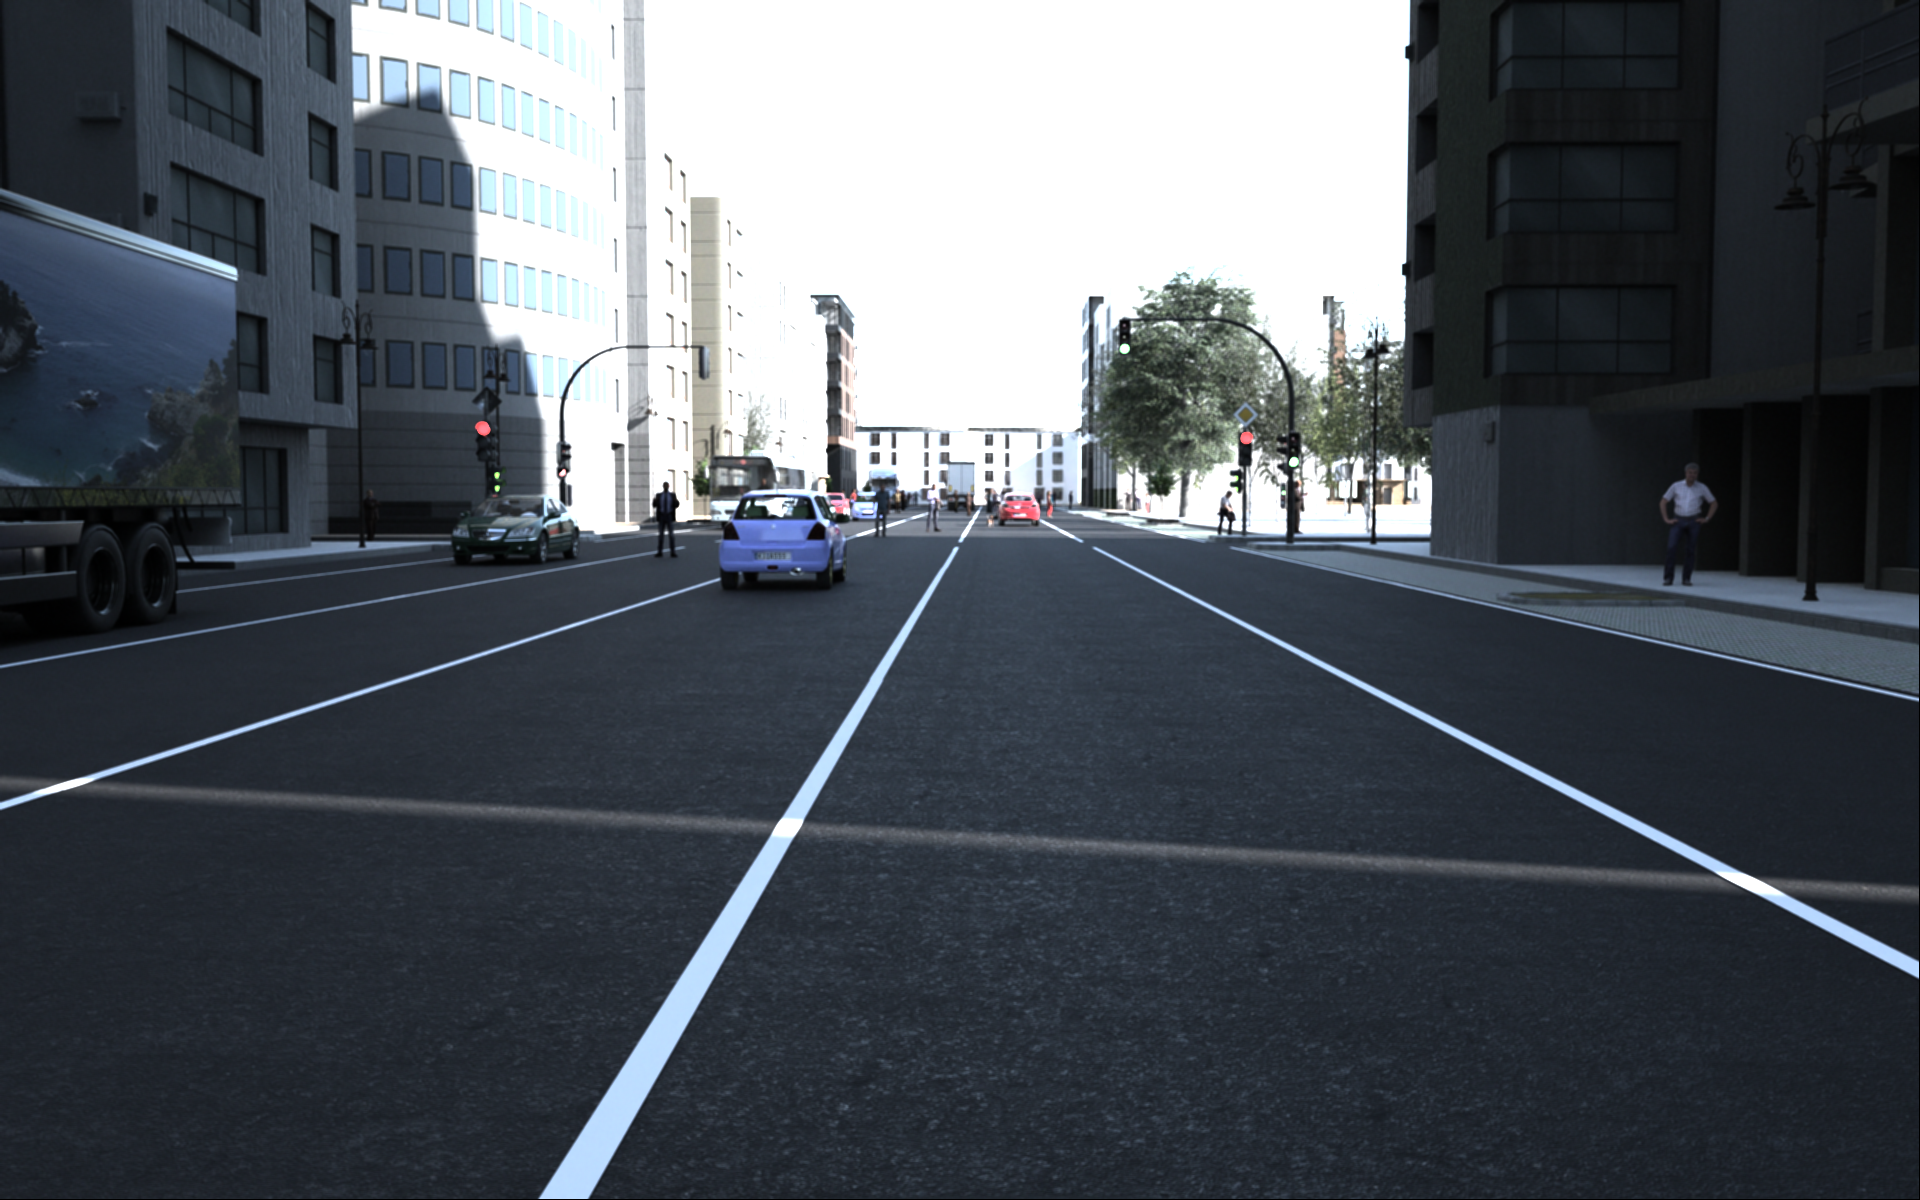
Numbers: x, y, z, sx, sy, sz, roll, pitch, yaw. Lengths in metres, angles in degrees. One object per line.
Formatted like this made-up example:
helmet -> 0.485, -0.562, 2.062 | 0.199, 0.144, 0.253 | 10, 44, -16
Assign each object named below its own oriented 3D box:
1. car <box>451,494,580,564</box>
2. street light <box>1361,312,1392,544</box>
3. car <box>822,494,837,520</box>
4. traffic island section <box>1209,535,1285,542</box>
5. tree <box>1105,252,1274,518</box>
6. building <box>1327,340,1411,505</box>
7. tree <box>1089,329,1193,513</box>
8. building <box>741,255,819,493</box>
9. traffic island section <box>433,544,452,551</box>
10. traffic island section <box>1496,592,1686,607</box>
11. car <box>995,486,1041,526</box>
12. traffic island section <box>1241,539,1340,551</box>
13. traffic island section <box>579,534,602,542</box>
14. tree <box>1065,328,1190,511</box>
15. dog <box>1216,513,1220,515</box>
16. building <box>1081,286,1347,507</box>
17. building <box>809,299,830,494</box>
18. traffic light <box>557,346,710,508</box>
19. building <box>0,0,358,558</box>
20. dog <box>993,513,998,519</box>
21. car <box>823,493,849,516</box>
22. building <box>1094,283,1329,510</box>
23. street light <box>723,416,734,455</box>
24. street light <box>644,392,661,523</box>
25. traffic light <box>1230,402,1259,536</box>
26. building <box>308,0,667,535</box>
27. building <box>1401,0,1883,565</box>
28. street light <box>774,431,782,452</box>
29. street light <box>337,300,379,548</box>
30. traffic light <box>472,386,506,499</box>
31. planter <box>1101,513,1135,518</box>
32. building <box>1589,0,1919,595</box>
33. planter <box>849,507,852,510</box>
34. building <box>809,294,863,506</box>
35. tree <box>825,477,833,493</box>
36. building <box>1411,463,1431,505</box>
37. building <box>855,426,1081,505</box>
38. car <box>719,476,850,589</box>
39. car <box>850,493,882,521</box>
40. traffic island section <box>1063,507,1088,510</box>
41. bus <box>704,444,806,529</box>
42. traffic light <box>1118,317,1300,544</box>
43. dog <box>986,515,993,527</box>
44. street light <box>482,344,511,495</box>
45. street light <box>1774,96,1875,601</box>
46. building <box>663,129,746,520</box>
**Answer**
car -> -9.434, -1.543, 37.033 | 2.131, 1.459, 4.920 | 0, 4, 1
street light -> 10.604, -4.370, 44.240 | 0.468, 5.910, 1.993 | 0, 4, 1
car -> -5.764, -3.485, 66.773 | 2.009, 1.686, 4.222 | 0, 4, 2
traffic island section -> 8.707, -1.874, 52.917 | 2.009, 0.180, 2.903 | 0, 4, 1
tree -> 12.041, -11.391, 92.896 | 9.857, 13.997, 8.962 | 0, 3, 0
building -> 49.044, -22.189, 219.206 | 11.380, 20.091, 16.016 | 0, 4, 1
tree -> 12.546, -12.202, 117.626 | 7.486, 12.596, 7.792 | 0, 3, 0
building -> -21.742, -17.001, 144.431 | 16.747, 18.905, 31.486 | 0, 4, 1
traffic island section -> -12.345, -1.407, 45.287 | 2.009, 0.180, 2.903 | 0, 4, 1
traffic island section -> 8.201, -0.001, 22.890 | 1.991, 0.108, 1.994 | 0, 4, 1
car -> 2.664, -4.282, 79.056 | 2.155, 1.783, 4.494 | 0, 3, 0
traffic island section -> 8.573, -1.385, 44.933 | 2.009, 0.180, 2.903 | 0, 4, 1
traffic island section -> -12.211, -1.895, 53.271 | 2.009, 0.180, 2.903 | 0, 4, 1
tree -> 12.751, -13.299, 127.802 | 12.009, 13.543, 11.850 | 0, 3, 0
dog -> 15.622, -5.267, 103.845 | 0.550, 0.427, 0.748 | -1, 4, -17
building -> 26.853, -20.965, 186.753 | 27.936, 21.610, 32.646 | 0, 4, 1
building -> -20.760, -18.921, 165.773 | 16.016, 20.091, 11.380 | 0, 4, 1
traffic light -> -10.079, -4.799, 53.136 | 4.771, 5.953, 1.251 | 0, 4, 1
building -> -21.730, -16.284, 37.937 | 14.107, 30.474, 14.160 | 0, 4, 1
dog -> 2.115, -4.837, 99.270 | 0.550, 0.427, 0.748 | -1, 4, -10
car -> -8.134, -6.233, 110.943 | 2.155, 1.783, 4.494 | 0, 4, 1
building -> 21.244, -17.582, 153.931 | 16.747, 18.905, 31.486 | 0, 4, 1
street light -> -13.481, -7.834, 100.880 | 0.468, 5.910, 1.993 | 0, 4, 1
street light -> -13.722, -6.394, 77.327 | 0.468, 5.910, 1.993 | 0, 4, 1
traffic light -> 8.667, -3.907, 52.804 | 0.839, 4.253, 0.868 | 0, 4, 1
building -> -24.410, -32.016, 65.464 | 21.231, 58.520, 28.212 | 0, 4, 1
building -> 16.843, -16.234, 37.122 | 14.160, 30.474, 14.107 | 0, 4, 1
street light -> -13.024, -9.288, 124.651 | 0.468, 5.910, 1.993 | 0, 4, 1
street light -> -14.348, -4.196, 41.393 | 0.468, 5.910, 1.993 | 0, 4, 1
traffic light -> -12.305, -3.439, 45.152 | 0.839, 4.253, 0.868 | 0, 4, 1
planter -> 9.580, -5.153, 105.397 | 1.991, 0.319, 1.994 | 0, 4, 1
building -> 21.697, -22.051, 15.154 | 22.147, 44.769, 28.867 | 0, 4, 1
planter -> -10.180, -8.191, 155.060 | 1.991, 0.319, 1.994 | 0, 4, 1
building -> -28.397, -21.235, 191.174 | 32.646, 21.610, 27.936 | 0, 4, 1
tree -> -13.228, -11.030, 174.939 | 1.663, 3.219, 1.824 | 0, 3, 0
building -> 66.074, -15.723, 199.225 | 28.070, 9.664, 9.099 | 0, 4, 1
building -> 0.957, -16.808, 216.959 | 28.070, 9.664, 9.099 | 0, 4, 1
car -> -2.745, -1.091, 27.429 | 1.945, 1.707, 3.694 | 0, 4, 1
car -> -4.879, -5.080, 92.652 | 1.945, 1.707, 3.694 | 0, 4, -1
traffic island section -> 10.411, -8.081, 154.985 | 1.991, 0.108, 1.994 | 0, 4, 1
bus -> -8.570, -4.861, 74.329 | 2.948, 3.499, 13.247 | 0, 4, 1
traffic light -> 6.440, -4.284, 44.714 | 4.771, 5.953, 1.251 | 0, 4, 1
dog -> 1.291, -3.406, 74.976 | 0.406, 0.507, 0.540 | -1, 4, -17
street light -> -14.247, -4.931, 53.414 | 0.468, 5.910, 1.993 | 0, 4, 1
street light -> 10.247, -2.930, 20.690 | 0.468, 5.910, 1.993 | 0, 4, 1
building -> -27.621, -15.314, 95.429 | 27.650, 21.520, 28.899 | 0, 4, 1
